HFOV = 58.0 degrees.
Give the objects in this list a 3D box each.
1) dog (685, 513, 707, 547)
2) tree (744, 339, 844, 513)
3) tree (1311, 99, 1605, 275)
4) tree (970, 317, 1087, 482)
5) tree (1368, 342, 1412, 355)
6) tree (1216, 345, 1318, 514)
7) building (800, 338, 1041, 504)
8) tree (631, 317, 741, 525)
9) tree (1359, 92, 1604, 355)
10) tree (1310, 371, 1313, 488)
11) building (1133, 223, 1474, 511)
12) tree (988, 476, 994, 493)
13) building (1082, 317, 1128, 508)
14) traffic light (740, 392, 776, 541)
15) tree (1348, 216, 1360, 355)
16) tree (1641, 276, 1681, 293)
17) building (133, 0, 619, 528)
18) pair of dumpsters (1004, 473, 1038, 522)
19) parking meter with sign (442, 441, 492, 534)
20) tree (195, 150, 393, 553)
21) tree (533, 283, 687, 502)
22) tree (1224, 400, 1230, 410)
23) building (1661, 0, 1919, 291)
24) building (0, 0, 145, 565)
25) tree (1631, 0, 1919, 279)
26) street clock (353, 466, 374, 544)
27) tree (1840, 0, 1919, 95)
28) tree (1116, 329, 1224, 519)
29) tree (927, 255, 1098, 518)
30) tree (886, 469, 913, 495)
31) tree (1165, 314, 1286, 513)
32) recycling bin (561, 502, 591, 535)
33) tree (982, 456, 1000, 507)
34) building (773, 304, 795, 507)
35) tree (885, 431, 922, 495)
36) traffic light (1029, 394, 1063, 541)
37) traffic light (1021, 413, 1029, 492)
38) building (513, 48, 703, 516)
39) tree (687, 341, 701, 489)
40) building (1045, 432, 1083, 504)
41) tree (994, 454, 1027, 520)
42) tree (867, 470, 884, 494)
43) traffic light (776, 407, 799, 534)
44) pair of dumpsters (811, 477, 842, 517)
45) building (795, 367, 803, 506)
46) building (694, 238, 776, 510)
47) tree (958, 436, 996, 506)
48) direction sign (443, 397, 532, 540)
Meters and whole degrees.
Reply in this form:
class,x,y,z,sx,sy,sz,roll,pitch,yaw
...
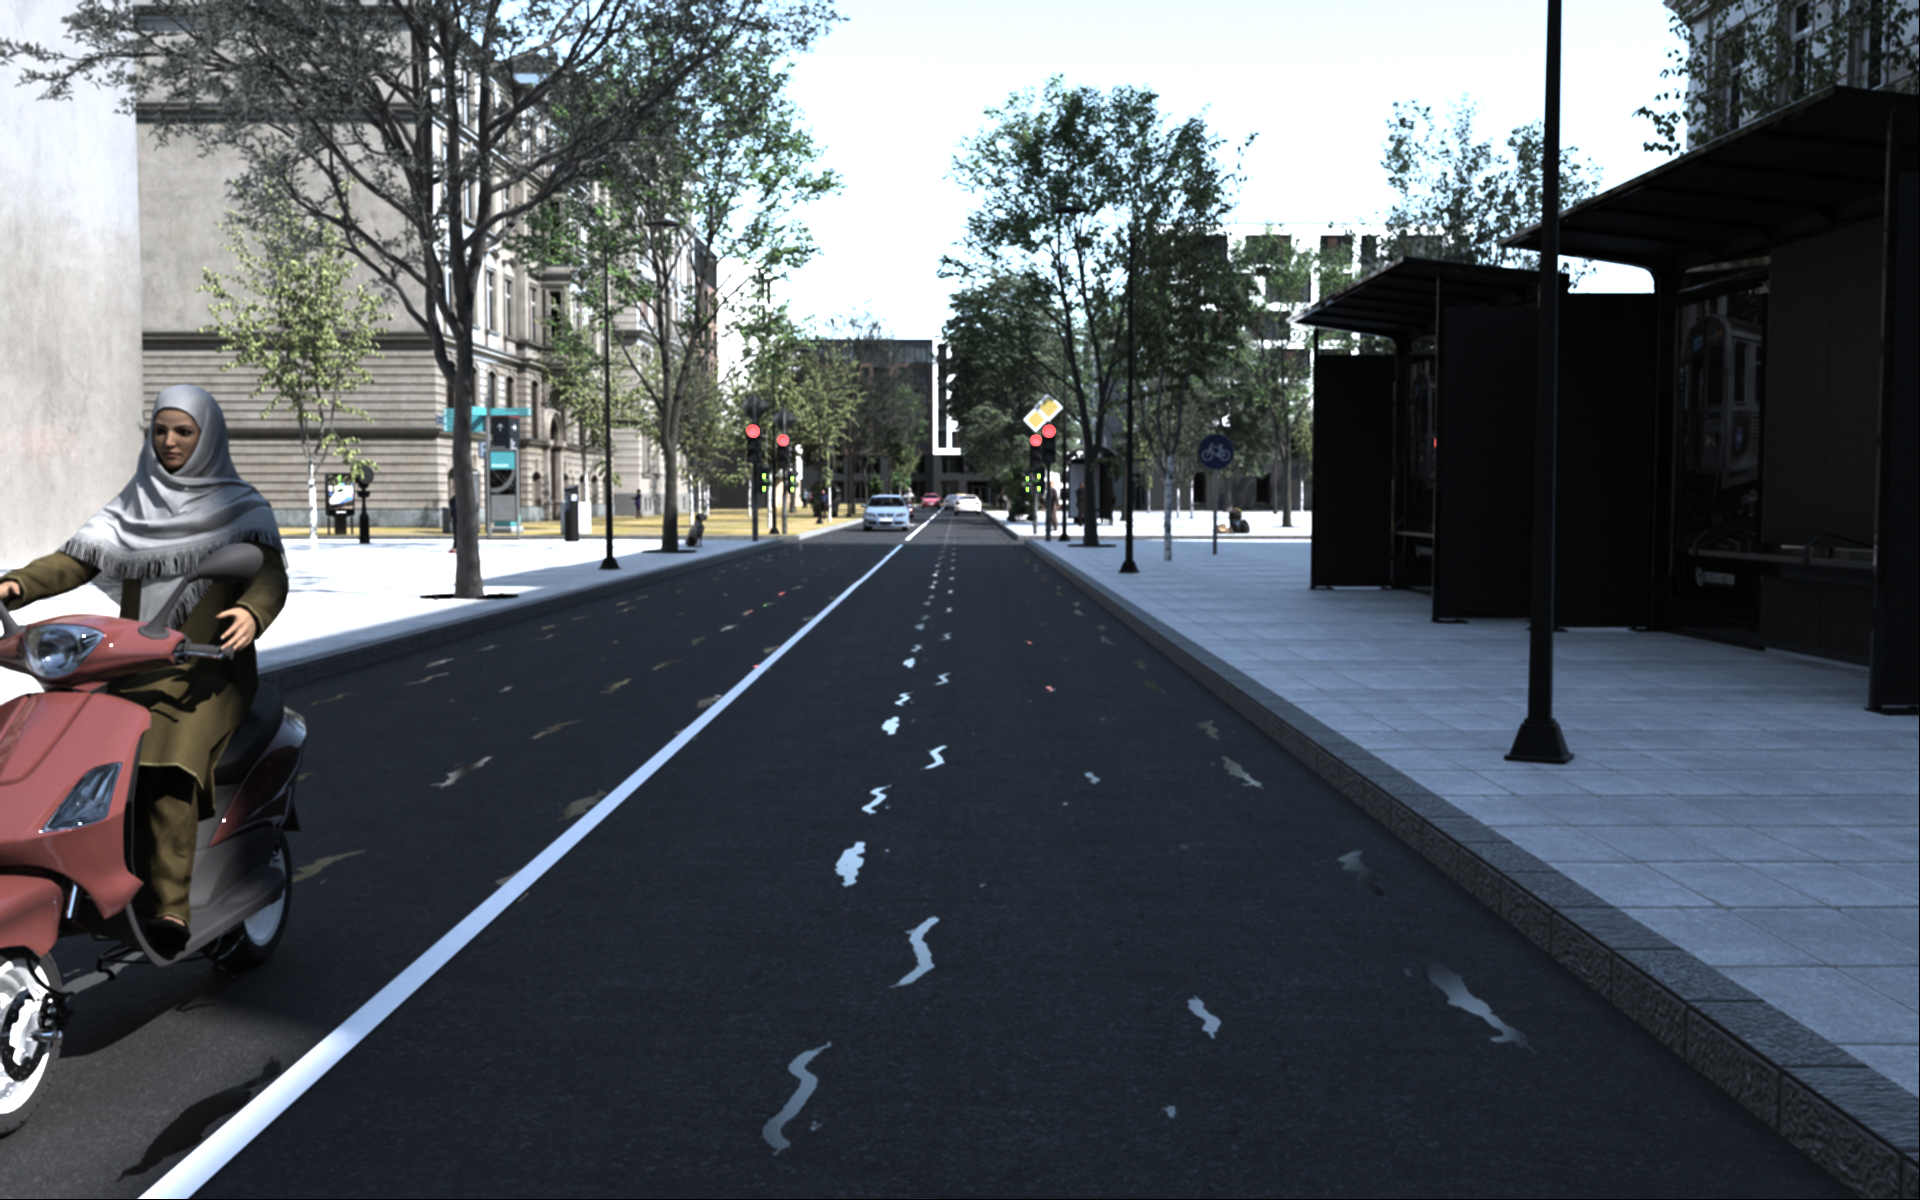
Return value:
class,x,y,z,sx,sy,sz,roll,pitch,yaw
dog,-6.455,-1.708,42.312,0.513,0.831,0.800,-1,4,-11
tree,-11.398,-12.016,118.515,6.751,12.117,7.091,0,3,0
tree,23.612,-13.959,84.118,12.611,20.169,13.585,0,3,0
tree,4.375,-11.630,108.282,7.486,12.596,7.792,0,3,0
tree,29.394,-11.898,116.592,6.751,12.117,7.091,0,3,0
tree,19.607,-10.687,109.139,7.601,10.594,8.767,-1,4,-15
building,-5.710,-24.151,238.846,32.646,21.610,27.936,0,3,0
tree,-11.198,-7.389,71.165,4.360,8.622,3.978,0,3,0
tree,9.690,-4.982,31.816,4.360,8.622,3.978,0,3,0
tree,19.309,-8.937,96.481,4.737,8.622,4.395,0,3,0
building,28.253,-18.546,147.204,27.936,21.610,32.646,0,3,0
tree,3.239,-9.886,156.237,1.663,3.219,1.824,0,3,0
building,22.191,-19.133,179.290,16.747,18.905,31.486,0,3,0
traffic light,-5.572,-3.543,47.168,0.839,4.213,0.868,0,3,0
tree,11.090,-5.570,41.435,4.360,8.622,3.978,0,3,0
tree,27.227,-7.884,63.312,8.767,10.594,7.601,-2,4,-30
building,-25.118,-16.113,82.524,14.460,24.649,34.723,0,3,0
pair of dumpsters,2.879,-4.798,80.940,1.574,2.255,4.436,0,4,0
parking meter with sign,-16.086,-3.682,56.459,0.543,3.016,1.738,2,4,32
tree,-14.029,-5.306,37.120,4.737,8.622,4.395,0,3,0
tree,-13.010,-6.775,61.127,4.737,8.622,4.395,0,3,0
tree,11.651,-8.459,88.667,4.360,8.622,3.978,0,3,0
building,20.137,-13.767,22.360,12.463,27.353,25.104,0,3,0
building,-34.356,-13.586,26.650,34.151,26.468,19.350,0,3,0
tree,10.557,-4.369,21.795,4.737,8.622,4.395,0,3,0
street clock,-15.461,-2.468,44.921,0.358,2.002,0.471,3,4,37
tree,10.872,-4.062,16.778,4.360,8.622,3.978,0,3,0
tree,8.865,-7.611,74.803,4.360,8.622,3.978,0,3,0
tree,3.151,-11.354,92.295,9.857,13.997,8.962,0,3,0
tree,-7.152,-13.607,206.188,4.285,4.588,4.351,0,3,0
tree,18.722,-13.057,120.136,9.857,13.997,8.962,0,3,0
recycling bin,-12.162,-2.584,54.808,0.722,1.027,0.722,-3,4,-38
tree,3.166,-13.567,172.179,4.360,8.622,3.978,0,3,0
building,-25.110,-19.219,170.645,16.016,20.091,11.380,0,3,0
tree,-6.361,-14.712,190.907,4.737,8.622,4.395,0,3,0
traffic light,2.389,-3.544,47.189,0.839,4.213,0.868,0,3,0
traffic light,2.384,-4.032,55.174,0.839,4.213,0.868,0,3,0
building,-24.875,-19.823,111.490,14.401,28.519,23.554,0,3,0
tree,-13.199,-7.834,78.447,4.737,8.622,4.395,0,3,0
building,24.912,-17.625,230.313,28.070,9.664,9.099,0,3,0
tree,2.731,-5.504,84.592,1.663,3.219,1.824,0,3,0
tree,-6.936,-8.833,139.020,1.663,3.219,1.824,0,3,0
traffic light,-5.577,-4.031,55.153,0.839,4.213,0.868,0,3,0
pair of dumpsters,-7.518,-5.776,96.937,1.574,2.255,4.436,0,4,0
building,-23.191,-20.268,187.809,11.380,20.091,16.016,0,3,0
building,-31.335,-18.534,146.999,27.936,21.610,32.646,0,3,0
tree,3.469,-15.443,186.898,7.601,10.594,8.767,1,4,16
direction sign,-13.103,-3.583,47.349,2.525,3.948,1.411,0,4,6
